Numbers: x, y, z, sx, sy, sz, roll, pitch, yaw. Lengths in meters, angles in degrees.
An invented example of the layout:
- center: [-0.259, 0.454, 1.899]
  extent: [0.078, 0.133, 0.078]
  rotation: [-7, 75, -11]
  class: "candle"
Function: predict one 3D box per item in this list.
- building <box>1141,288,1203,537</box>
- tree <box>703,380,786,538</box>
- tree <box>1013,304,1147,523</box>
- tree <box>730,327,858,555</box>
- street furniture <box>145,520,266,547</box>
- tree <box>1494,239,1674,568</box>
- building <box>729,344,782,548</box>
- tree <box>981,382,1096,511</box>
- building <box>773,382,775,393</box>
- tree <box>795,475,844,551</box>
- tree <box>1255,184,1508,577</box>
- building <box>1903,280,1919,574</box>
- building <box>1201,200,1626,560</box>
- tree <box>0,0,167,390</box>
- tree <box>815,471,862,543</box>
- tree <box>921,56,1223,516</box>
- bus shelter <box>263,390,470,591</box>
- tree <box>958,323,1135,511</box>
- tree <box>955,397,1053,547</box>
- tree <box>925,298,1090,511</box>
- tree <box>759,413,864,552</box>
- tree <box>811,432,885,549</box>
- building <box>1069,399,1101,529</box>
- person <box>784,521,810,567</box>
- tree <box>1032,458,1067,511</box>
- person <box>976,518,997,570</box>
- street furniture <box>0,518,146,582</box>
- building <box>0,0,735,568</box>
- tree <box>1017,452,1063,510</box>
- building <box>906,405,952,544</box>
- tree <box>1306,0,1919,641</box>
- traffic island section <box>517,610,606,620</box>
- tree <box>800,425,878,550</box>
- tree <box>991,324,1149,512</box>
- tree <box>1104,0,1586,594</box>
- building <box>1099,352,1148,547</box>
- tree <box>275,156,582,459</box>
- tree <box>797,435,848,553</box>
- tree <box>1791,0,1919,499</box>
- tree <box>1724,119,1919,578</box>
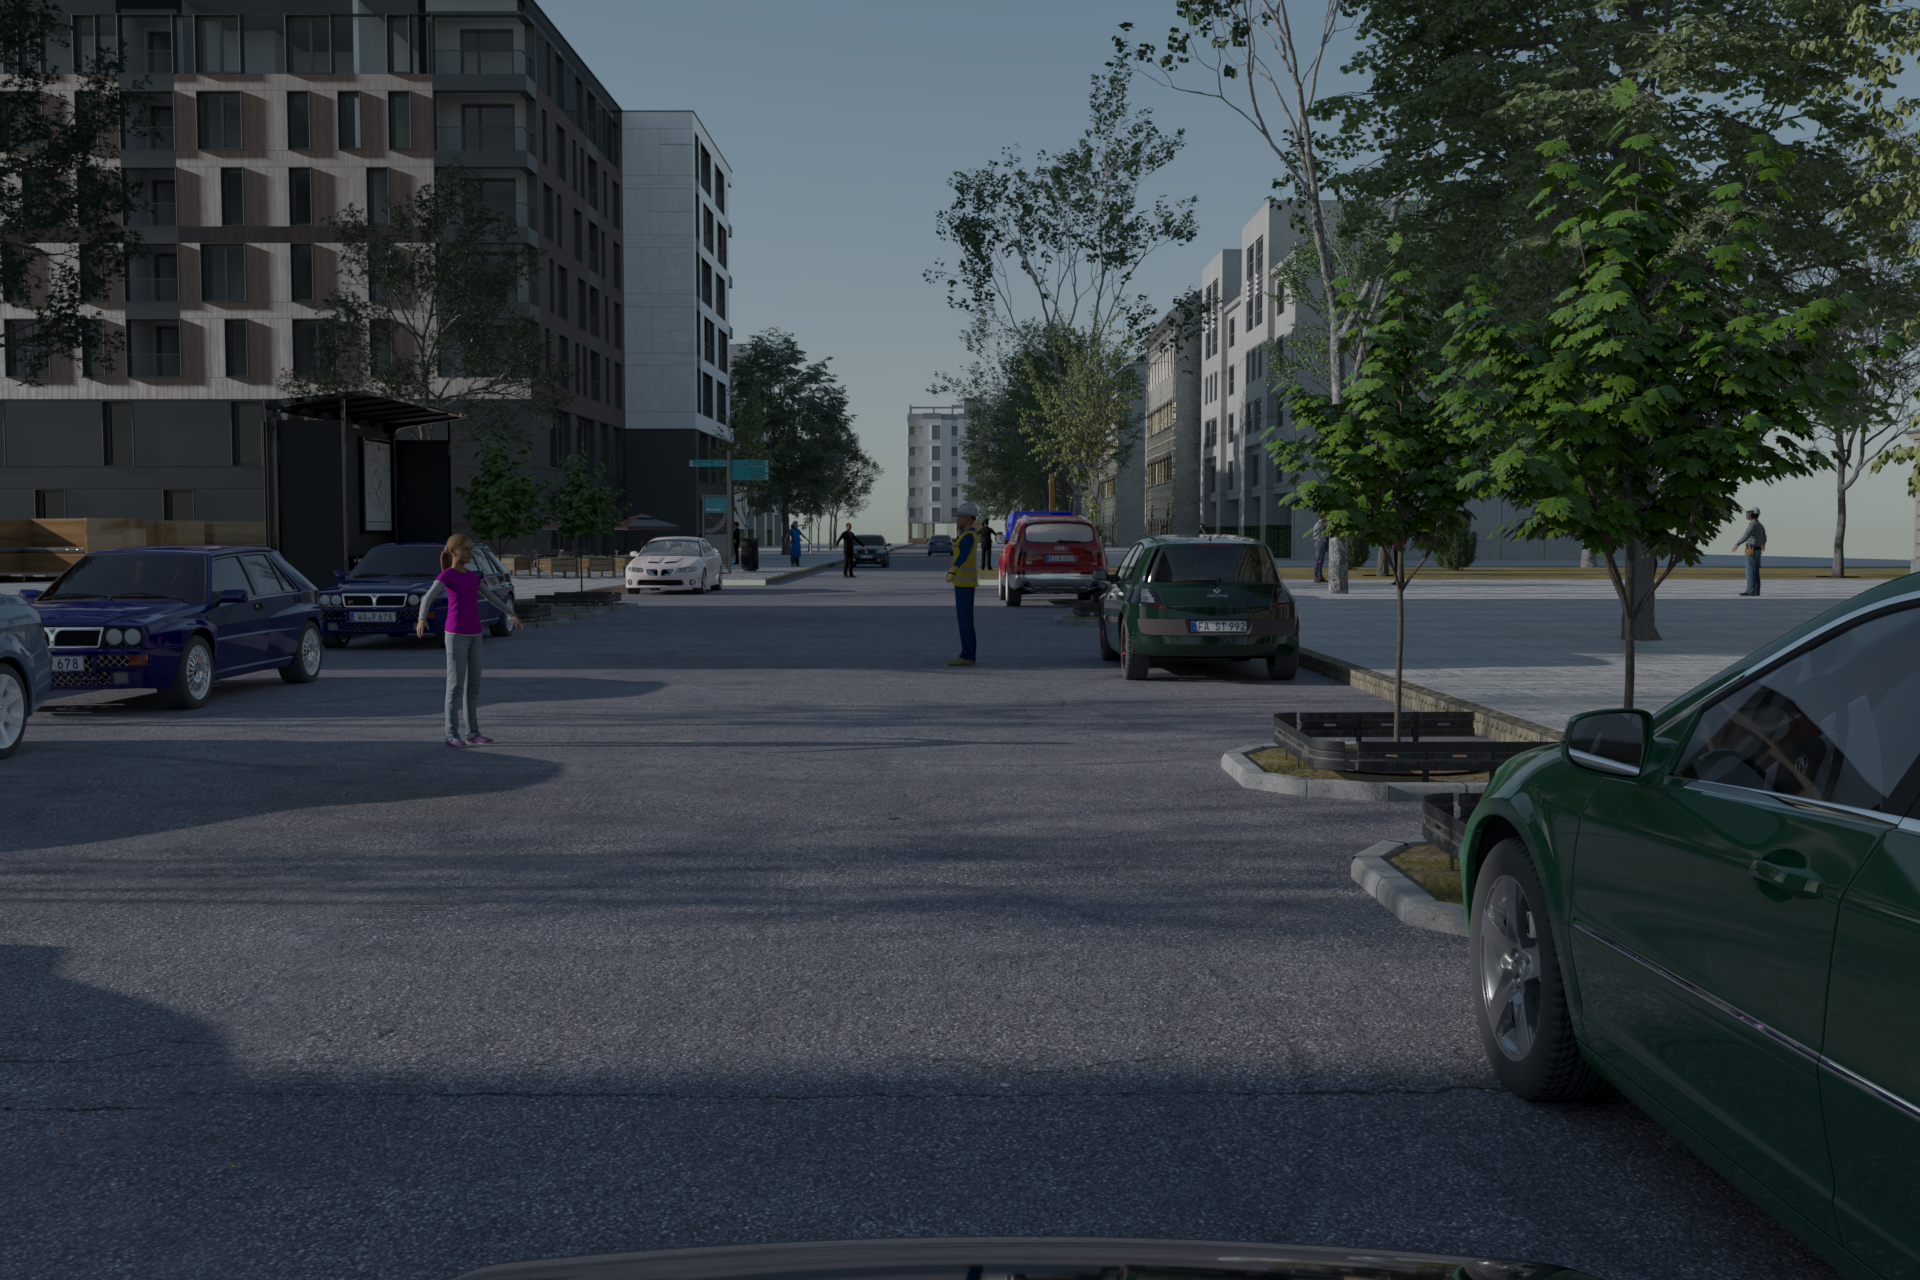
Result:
- center: [23.943, -18.143, 127.570]
  extent: [19.493, 23.208, 18.063]
  rotation: [0, 4, 0]
  class: "building"
- center: [-10.324, -8.128, 83.257]
  extent: [4.737, 8.622, 4.395]
  rotation: [0, 3, 0]
  class: "tree"
- center: [3.942, -6.384, 54.740]
  extent: [4.737, 8.622, 4.395]
  rotation: [0, 3, 0]
  class: "tree"
- center: [-10.642, -12.198, 106.090]
  extent: [9.857, 13.997, 8.962]
  rotation: [0, 3, 0]
  class: "tree"
- center: [-26.923, -3.294, 60.707]
  extent: [11.010, 1.723, 9.812]
  rotation: [-1, 4, -21]
  class: "street furniture"
- center: [24.138, -9.765, 66.313]
  extent: [9.857, 13.997, 8.962]
  rotation: [0, 3, 0]
  class: "tree"
- center: [-28.383, -19.010, 177.266]
  extent: [16.747, 18.905, 31.486]
  rotation: [0, 4, 0]
  class: "building"
- center: [5.028, -11.920, 113.022]
  extent: [7.486, 12.596, 7.792]
  rotation: [0, 3, 0]
  class: "tree"
- center: [-27.693, -21.163, 202.434]
  extent: [16.016, 20.090, 11.380]
  rotation: [0, 4, -1]
  class: "building"
- center: [-10.741, -11.054, 131.094]
  extent: [4.737, 8.622, 4.395]
  rotation: [0, 3, 0]
  class: "tree"
- center: [12.793, -7.729, 52.120]
  extent: [9.928, 11.665, 9.643]
  rotation: [0, 3, 0]
  class: "tree"
- center: [28.506, -12.585, 24.842]
  extent: [14.460, 24.649, 34.723]
  rotation: [0, 4, 0]
  class: "building"
- center: [24.648, -14.312, 100.457]
  extent: [16.747, 18.905, 31.486]
  rotation: [0, 4, 0]
  class: "building"
- center: [-13.110, -5.260, 20.419]
  extent: [7.601, 10.594, 8.767]
  rotation: [-1, 4, -14]
  class: "tree"
- center: [-16.932, -18.677, 239.786]
  extent: [7.601, 10.594, 8.767]
  rotation: [0, 4, -2]
  class: "tree"
- center: [4.694, -13.158, 71.015]
  extent: [12.611, 20.169, 13.585]
  rotation: [0, 3, 0]
  class: "tree"
- center: [-10.549, -2.448, 31.315]
  extent: [1.731, 3.624, 6.357]
  rotation: [0, 4, 0]
  class: "bus shelter"
- center: [5.106, -11.604, 100.093]
  extent: [12.009, 13.543, 11.850]
  rotation: [0, 3, 0]
  class: "tree"
- center: [4.262, -15.195, 155.087]
  extent: [9.857, 13.997, 8.962]
  rotation: [0, 3, 0]
  class: "tree"
- center: [4.012, -17.354, 139.630]
  extent: [12.611, 20.169, 13.585]
  rotation: [0, 3, 0]
  class: "tree"
- center: [-10.815, -11.555, 123.339]
  extent: [8.767, 10.594, 7.601]
  rotation: [0, 4, 6]
  class: "tree"
- center: [-10.842, -13.099, 148.585]
  extent: [8.767, 10.594, 7.601]
  rotation: [-1, 4, -12]
  class: "tree"
- center: [23.559, -23.780, 219.734]
  extent: [19.493, 23.208, 18.063]
  rotation: [0, 4, 0]
  class: "building"
- center: [-6.467, -3.805, 68.336]
  extent: [0.704, 1.817, 1.347]
  rotation: [3, 5, 42]
  class: "person"
- center: [13.415, -19.843, 242.559]
  extent: [7.486, 12.596, 7.792]
  rotation: [0, 3, 0]
  class: "tree"
- center: [0.948, -3.397, 61.481]
  extent: [1.347, 1.837, 0.705]
  rotation: [1, 4, 17]
  class: "person"
- center: [-26.797, -2.648, 50.143]
  extent: [11.010, 1.723, 9.812]
  rotation: [2, 4, 26]
  class: "street furniture"
- center: [-26.775, -14.544, 81.772]
  extent: [27.936, 21.610, 32.646]
  rotation: [0, 3, 0]
  class: "building"
- center: [5.438, -10.733, 125.841]
  extent: [4.737, 8.622, 4.395]
  rotation: [0, 3, 0]
  class: "tree"
- center: [-7.253, -23.593, 244.628]
  extent: [11.380, 20.090, 16.016]
  rotation: [0, 4, -1]
  class: "building"
- center: [7.840, -6.277, 20.749]
  extent: [7.486, 12.596, 7.792]
  rotation: [0, 3, 0]
  class: "tree"
- center: [-7.190, -0.426, 29.834]
  extent: [1.991, 0.108, 1.994]
  rotation: [0, 4, 0]
  class: "traffic island section"
- center: [-10.410, -12.408, 137.290]
  extent: [8.767, 10.594, 7.601]
  rotation: [1, 4, 8]
  class: "tree"
- center: [5.390, -9.726, 84.778]
  extent: [9.928, 11.665, 9.643]
  rotation: [0, 3, 0]
  class: "tree"
- center: [8.523, -10.972, 35.282]
  extent: [12.611, 20.169, 13.585]
  rotation: [0, 3, 0]
  class: "tree"
- center: [24.198, -21.053, 175.143]
  extent: [19.493, 23.208, 18.063]
  rotation: [0, 4, 0]
  class: "building"
- center: [-12.727, -6.584, 42.060]
  extent: [7.601, 10.594, 8.767]
  rotation: [-3, 4, -37]
  class: "tree"
- center: [-10.166, -10.106, 115.599]
  extent: [4.360, 8.622, 3.978]
  rotation: [0, 3, 0]
  class: "tree"
- center: [8.278, -3.832, 13.023]
  extent: [4.737, 8.622, 4.395]
  rotation: [0, 3, 0]
  class: "tree"
- center: [25.966, -8.571, 50.498]
  extent: [12.009, 13.543, 11.850]
  rotation: [0, 3, 0]
  class: "tree"
